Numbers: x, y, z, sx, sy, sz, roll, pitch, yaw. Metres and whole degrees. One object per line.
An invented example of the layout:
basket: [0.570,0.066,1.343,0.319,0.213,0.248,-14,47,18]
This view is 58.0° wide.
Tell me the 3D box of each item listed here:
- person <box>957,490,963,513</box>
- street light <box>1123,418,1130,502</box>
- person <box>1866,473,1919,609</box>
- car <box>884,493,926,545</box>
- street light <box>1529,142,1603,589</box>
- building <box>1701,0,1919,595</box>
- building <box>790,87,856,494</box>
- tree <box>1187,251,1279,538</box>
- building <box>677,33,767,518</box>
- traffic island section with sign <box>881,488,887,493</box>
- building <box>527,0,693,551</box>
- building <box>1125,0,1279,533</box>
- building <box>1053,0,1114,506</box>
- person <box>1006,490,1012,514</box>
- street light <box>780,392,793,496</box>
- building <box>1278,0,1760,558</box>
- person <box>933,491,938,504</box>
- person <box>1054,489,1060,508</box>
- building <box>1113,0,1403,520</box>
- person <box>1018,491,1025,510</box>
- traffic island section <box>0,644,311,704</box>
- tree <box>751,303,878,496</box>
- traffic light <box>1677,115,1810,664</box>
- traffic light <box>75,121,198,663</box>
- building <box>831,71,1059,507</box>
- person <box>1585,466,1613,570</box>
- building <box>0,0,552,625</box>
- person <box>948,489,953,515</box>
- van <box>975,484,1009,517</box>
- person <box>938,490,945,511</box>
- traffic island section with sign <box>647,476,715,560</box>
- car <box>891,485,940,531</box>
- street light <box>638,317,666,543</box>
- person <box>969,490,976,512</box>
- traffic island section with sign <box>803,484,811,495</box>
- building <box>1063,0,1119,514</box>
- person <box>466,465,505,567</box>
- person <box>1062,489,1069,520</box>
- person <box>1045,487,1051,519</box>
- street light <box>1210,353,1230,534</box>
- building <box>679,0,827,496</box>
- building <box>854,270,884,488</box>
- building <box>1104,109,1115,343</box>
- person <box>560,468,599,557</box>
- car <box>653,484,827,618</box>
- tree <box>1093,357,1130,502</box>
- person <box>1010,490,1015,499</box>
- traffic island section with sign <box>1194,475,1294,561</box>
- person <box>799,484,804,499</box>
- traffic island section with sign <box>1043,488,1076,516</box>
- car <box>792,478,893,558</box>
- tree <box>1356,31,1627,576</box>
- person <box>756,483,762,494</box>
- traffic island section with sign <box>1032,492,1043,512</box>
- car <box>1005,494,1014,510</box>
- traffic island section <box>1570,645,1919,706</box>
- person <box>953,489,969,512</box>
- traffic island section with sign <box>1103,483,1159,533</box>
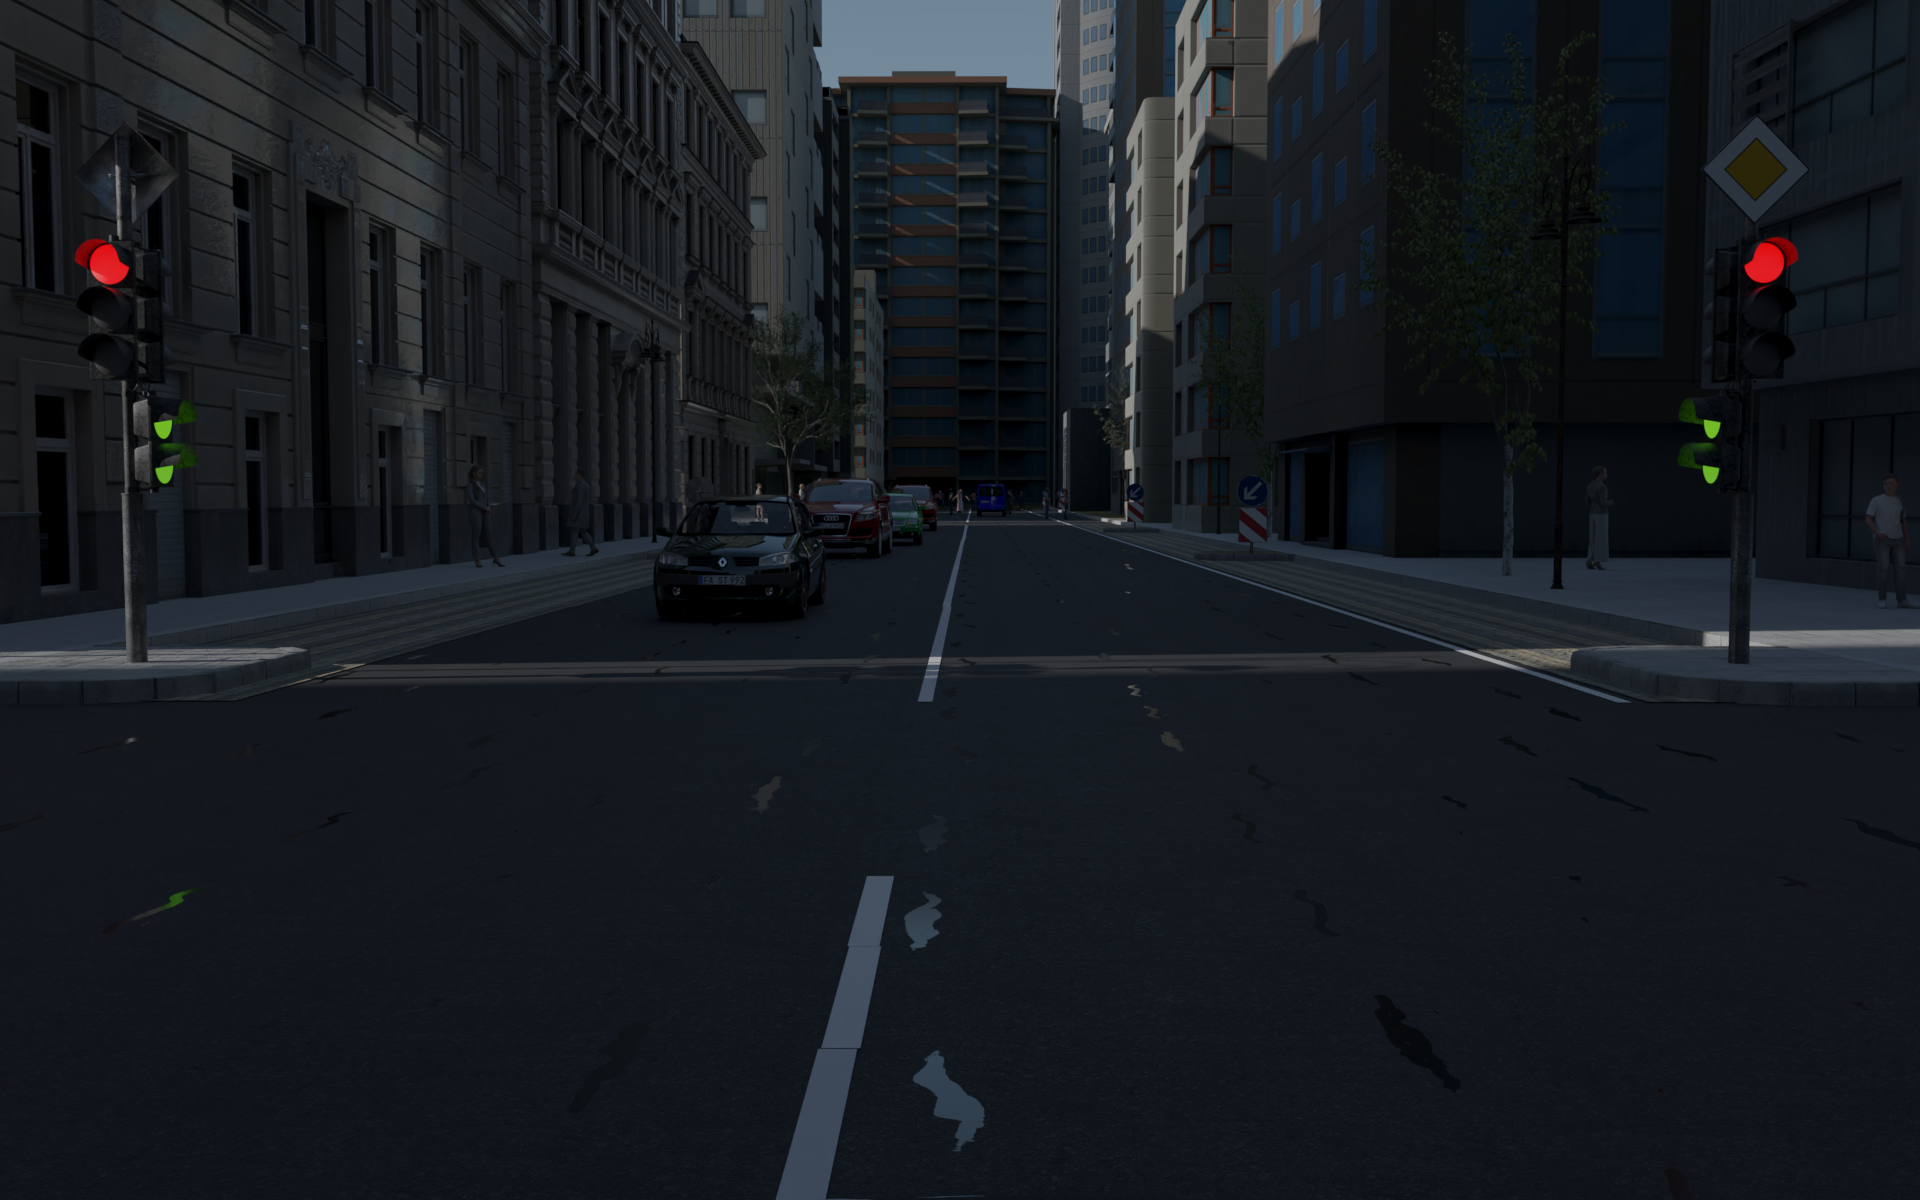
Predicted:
person: [-0.040,-7.643,134.130,0.621,1.740,0.551,-1,4,-22]
street light: [8.507,-7.035,87.808,0.468,5.910,1.993,0,4,0]
person: [10.462,-0.660,19.434,0.503,1.515,0.523,-2,4,-31]
car: [-1.959,-2.513,49.886,1.959,1.807,4.718,0,4,-1]
street light: [8.080,-3.087,23.254,0.468,5.910,1.993,0,4,0]
building: [18.102,-20.479,18.429,14.086,41.232,14.154,0,4,0]
building: [-14.980,-21.510,123.397,14.160,30.474,14.107,0,4,0]
tree: [8.900,-6.149,50.901,4.737,8.622,4.395,0,3,0]
building: [-13.882,-12.404,67.439,10.561,19.102,19.286,0,4,0]
traffic island section with sign: [-5.137,-6.556,115.812,1.989,1.847,2.006,0,4,0]
building: [-14.076,-13.385,47.729,11.050,23.489,19.941,0,4,0]
building: [21.821,-13.768,70.154,27.650,21.520,28.899,0,4,0]
building: [24.268,-39.131,181.790,28.212,58.520,21.231,0,4,0]
person: [3.311,-6.973,123.307,0.742,1.727,0.445,-1,4,-9]
street light: [-7.748,-6.391,77.288,0.468,5.910,1.993,0,4,0]
building: [15.320,-23.846,39.985,14.600,45.320,14.200,0,4,0]
person: [-2.172,-9.153,158.973,1.217,1.723,0.721,2,4,28]
person: [8.970,-9.373,160.011,0.721,1.735,1.217,-1,4,-20]
building: [16.500,-27.569,100.871,14.600,45.320,14.200,0,4,0]
person: [5.548,-8.951,155.771,0.530,1.710,0.541,-2,4,-27]
traffic island section: [-6.310,0.552,13.250,2.009,0.180,2.903,0,4,0]
tree: [-8.154,-9.156,84.116,8.767,10.594,7.601,0,4,-4]
traffic light: [5.891,-1.475,13.031,0.839,4.253,0.868,0,4,0]
traffic light: [-6.270,-1.480,13.115,0.839,4.253,0.868,0,4,0]
building: [-4.405,-32.279,182.387,28.867,44.769,22.147,0,4,0]
person: [10.843,-1.390,29.313,0.362,1.759,0.519,-1,4,-12]
building: [-14.974,-13.937,25.137,12.463,27.353,25.104,0,4,0]
person: [-0.648,-6.762,119.135,0.705,1.814,1.350,0,4,4]
van: [2.055,-6.583,112.008,2.240,2.365,5.245,0,4,2]
person: [-1.557,-8.214,143.245,0.683,1.767,0.568,1,4,9]
traffic island section with sign: [-5.776,-1.820,38.388,1.989,1.847,2.006,0,4,0]
car: [-1.921,-3.687,68.948,2.281,1.827,5.304,0,4,0]
street light: [-8.038,-4.441,45.398,0.468,5.910,1.993,0,4,0]
person: [1.183,-8.088,141.452,0.721,1.736,1.217,-3,5,-45]
traffic island section with sign: [-5.555,-3.470,65.369,1.989,1.847,2.006,0,4,0]
building: [19.367,-49.509,122.149,22.319,86.520,31.000,0,4,0]
person: [-8.311,-1.468,30.312,0.573,1.790,0.520,0,4,4]
person: [6.042,-5.404,97.580,0.721,1.743,1.217,0,4,1]
person: [4.997,-5.517,98.779,0.705,1.814,1.350,0,4,-2]
street light: [8.261,-5.037,55.145,0.468,5.910,1.993,0,4,0]
building: [-22.374,-31.322,101.348,28.713,52.752,27.495,0,4,0]
building: [-21.804,-18.703,150.828,28.899,21.520,27.650,0,4,0]
building: [25.792,-28.130,151.800,32.217,40.220,23.993,0,4,0]
person: [-7.828,-1.801,35.598,0.767,1.812,0.694,0,4,-2]
car: [-2.622,-0.698,21.206,2.009,1.686,4.222,0,4,0]
tree: [8.939,-8.680,92.276,4.360,8.622,3.978,0,3,0]
person: [4.866,-9.574,165.120,0.705,1.814,1.350,-2,4,-24]
traffic island section with sign: [6.146,-1.781,37.751,1.989,1.847,2.006,0,4,0]
person: [-7.887,-4.876,86.114,0.624,1.780,0.694,1,4,12]
traffic island section with sign: [6.781,-6.578,116.176,1.989,1.847,2.006,0,4,0]
car: [-2.716,-1.944,40.457,2.281,1.827,5.304,0,4,2]
tree: [8.391,-4.684,26.948,4.737,8.622,4.395,0,3,0]
person: [-9.441,-4.622,81.955,0.374,1.781,0.599,-2,4,-26]
traffic island section with sign: [7.001,-8.226,143.130,1.989,1.847,2.006,0,4,0]
car: [3.887,-8.922,157.679,2.131,1.459,4.920,0,4,2]
traffic island section: [5.931,0.559,13.145,2.009,0.180,2.903,0,4,0]
person: [0.083,-7.739,135.040,1.348,1.822,0.705,1,4,9]
traffic island section with sign: [6.370,-3.430,64.705,1.989,1.847,2.006,0,4,0]
